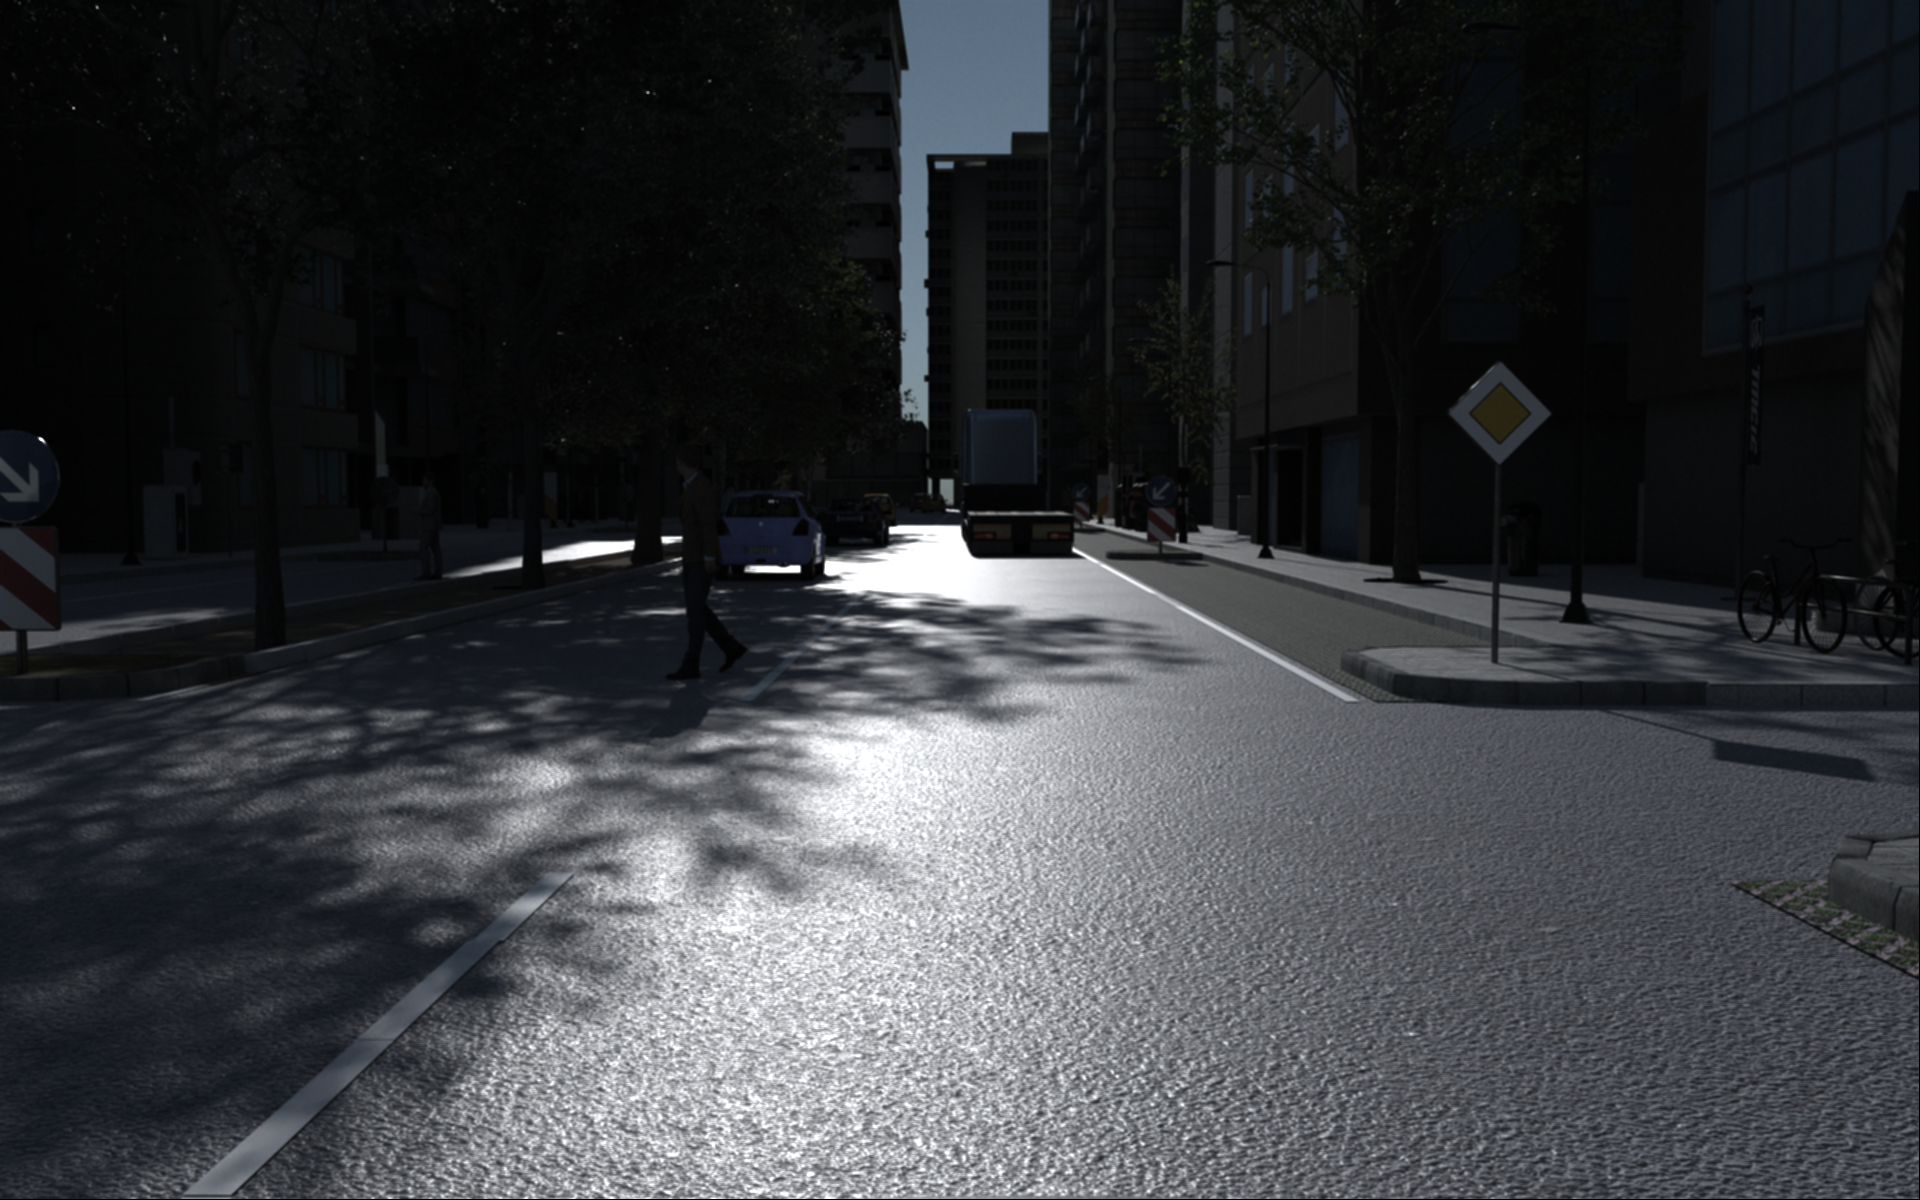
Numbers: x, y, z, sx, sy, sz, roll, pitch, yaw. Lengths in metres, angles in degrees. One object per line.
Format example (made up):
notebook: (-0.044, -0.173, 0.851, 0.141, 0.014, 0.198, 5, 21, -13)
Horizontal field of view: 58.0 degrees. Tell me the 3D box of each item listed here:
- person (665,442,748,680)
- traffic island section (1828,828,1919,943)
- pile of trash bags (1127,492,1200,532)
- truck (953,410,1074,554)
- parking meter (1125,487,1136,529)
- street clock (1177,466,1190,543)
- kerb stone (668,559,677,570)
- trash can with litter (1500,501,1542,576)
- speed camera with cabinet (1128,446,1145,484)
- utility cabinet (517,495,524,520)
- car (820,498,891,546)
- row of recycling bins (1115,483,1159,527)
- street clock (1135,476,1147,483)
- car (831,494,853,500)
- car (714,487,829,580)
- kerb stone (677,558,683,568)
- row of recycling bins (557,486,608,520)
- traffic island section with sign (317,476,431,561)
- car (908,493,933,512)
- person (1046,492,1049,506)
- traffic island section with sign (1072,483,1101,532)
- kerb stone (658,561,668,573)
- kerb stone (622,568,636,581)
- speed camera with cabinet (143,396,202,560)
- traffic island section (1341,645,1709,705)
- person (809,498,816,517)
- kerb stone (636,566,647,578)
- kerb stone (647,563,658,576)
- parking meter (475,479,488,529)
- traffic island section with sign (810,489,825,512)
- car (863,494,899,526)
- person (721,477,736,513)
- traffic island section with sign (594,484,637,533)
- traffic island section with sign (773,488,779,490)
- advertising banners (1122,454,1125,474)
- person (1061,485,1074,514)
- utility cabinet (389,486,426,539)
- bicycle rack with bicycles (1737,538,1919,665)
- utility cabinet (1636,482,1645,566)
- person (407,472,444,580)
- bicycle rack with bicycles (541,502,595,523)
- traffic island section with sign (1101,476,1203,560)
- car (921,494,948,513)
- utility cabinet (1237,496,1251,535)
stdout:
person: (-2.040, -0.320, 13.640, 0.656, 1.842, 0.836, 3, 5, 43)
traffic island section: (4.037, 1.044, 5.204, 2.009, 0.180, 2.903, 0, 4, 0)
pile of trash bags: (6.777, -3.069, 59.931, 1.912, 1.369, 3.447, -2, 4, -25)
truck: (1.332, -3.646, 49.369, 2.967, 4.110, 18.799, 0, 4, -1)
parking meter: (6.231, -3.359, 63.324, 0.372, 1.533, 0.369, 0, 3, 0)
street clock: (5.870, -2.504, 45.505, 0.358, 2.002, 0.471, 1, 4, 23)
kerb stone: (-5.540, -0.642, 32.743, 0.120, 0.150, 1.000, 0, 4, 0)
trash can with litter: (8.827, -0.968, 27.221, 0.624, 1.170, 1.055, 1, 4, 21)
speed camera with cabinet: (7.130, -4.723, 71.561, 0.660, 3.252, 2.038, 0, 4, -6)
utility cabinet: (-21.507, -4.594, 86.276, 1.020, 1.237, 0.306, 0, 4, 7)
car: (-2.934, -2.213, 48.767, 1.945, 1.354, 3.894, 0, 4, 1)
row of recycling bins: (6.798, -3.619, 66.288, 1.069, 1.692, 3.534, -1, 4, -11)
street clock: (7.234, -3.958, 69.276, 0.358, 2.002, 0.471, 3, 5, 41)
car: (-9.253, -7.857, 138.253, 2.009, 1.686, 4.222, 0, 3, 0)
car: (-3.264, -1.251, 30.047, 1.945, 1.707, 3.694, 0, 4, -1)
kerb stone: (-5.532, -0.708, 33.765, 0.120, 0.150, 1.000, 0, 4, 0)
row of recycling bins: (-18.820, -4.829, 86.060, 3.534, 1.692, 1.069, 3, 4, 37)
traffic island section with sign: (-12.731, -1.790, 37.902, 1.989, 1.847, 2.006, 0, 4, 0)
car: (-3.018, -7.786, 136.348, 2.155, 1.783, 4.494, 0, 4, 0)
person: (4.168, -4.709, 85.333, 0.795, 1.843, 0.661, 3, 4, 36)
traffic island section with sign: (4.417, -3.461, 65.223, 1.989, 1.847, 2.006, 0, 4, 0)
kerb stone: (-5.544, -0.582, 31.717, 0.120, 0.150, 1.000, 0, 4, 0)
kerb stone: (-5.566, -0.392, 28.646, 0.120, 0.150, 1.000, 0, 4, 0)
speed camera with cabinet: (-15.666, -2.455, 34.472, 0.660, 3.252, 2.038, -1, 4, -9)
traffic island section: (4.087, 0.556, 13.189, 2.009, 0.180, 2.903, 0, 4, 0)
person: (-4.574, -2.422, 52.372, 0.425, 1.301, 0.394, -2, 4, -33)
kerb stone: (-5.552, -0.457, 29.670, 0.120, 0.150, 1.000, 0, 4, 0)
kerb stone: (-5.550, -0.520, 30.695, 0.120, 0.150, 1.000, 0, 4, 0)
parking meter: (-17.817, -3.596, 64.512, 0.399, 1.863, 0.255, -3, 5, -40)
traffic island section with sign: (-12.072, -8.175, 142.295, 1.989, 1.847, 2.006, 0, 4, 0)
car: (-3.794, -4.224, 79.290, 2.015, 1.641, 3.980, 0, 4, -1)
person: (-4.935, -1.743, 37.265, 0.793, 1.790, 0.793, -3, 5, -41)
traffic island section with sign: (-12.560, -3.448, 64.995, 1.989, 1.847, 2.006, 0, 4, 0)
traffic island section with sign: (-12.243, -6.527, 115.341, 1.989, 1.847, 2.006, 0, 4, 0)
advertising banners: (7.402, -4.935, 76.876, 0.090, 3.025, 2.074, 1, 4, 18)
person: (5.107, -4.471, 81.514, 0.656, 1.842, 0.836, 0, 4, -3)
utility cabinet: (-15.747, -2.484, 49.285, 1.173, 1.500, 0.318, 2, 4, 24)
bicycle rack with bicycles: (7.881, -0.020, 13.704, 2.852, 0.926, 2.925, 0, 4, 2)
utility cabinet: (12.497, -1.337, 30.541, 1.173, 1.500, 0.318, -1, 4, -22)
person: (-8.935, -1.239, 28.961, 0.583, 1.804, 0.606, -1, 4, -12)
bicycle rack with bicycles: (-17.562, -3.949, 77.953, 2.852, 0.926, 2.925, 2, 4, 35)
traffic island section with sign: (4.255, -1.813, 38.269, 1.989, 1.847, 2.006, 0, 4, 0)
car: (-1.935, -7.337, 130.184, 2.015, 1.641, 3.980, 0, 4, 2)
utility cabinet: (9.182, -2.621, 54.015, 1.020, 1.237, 0.306, 0, 4, -4)
